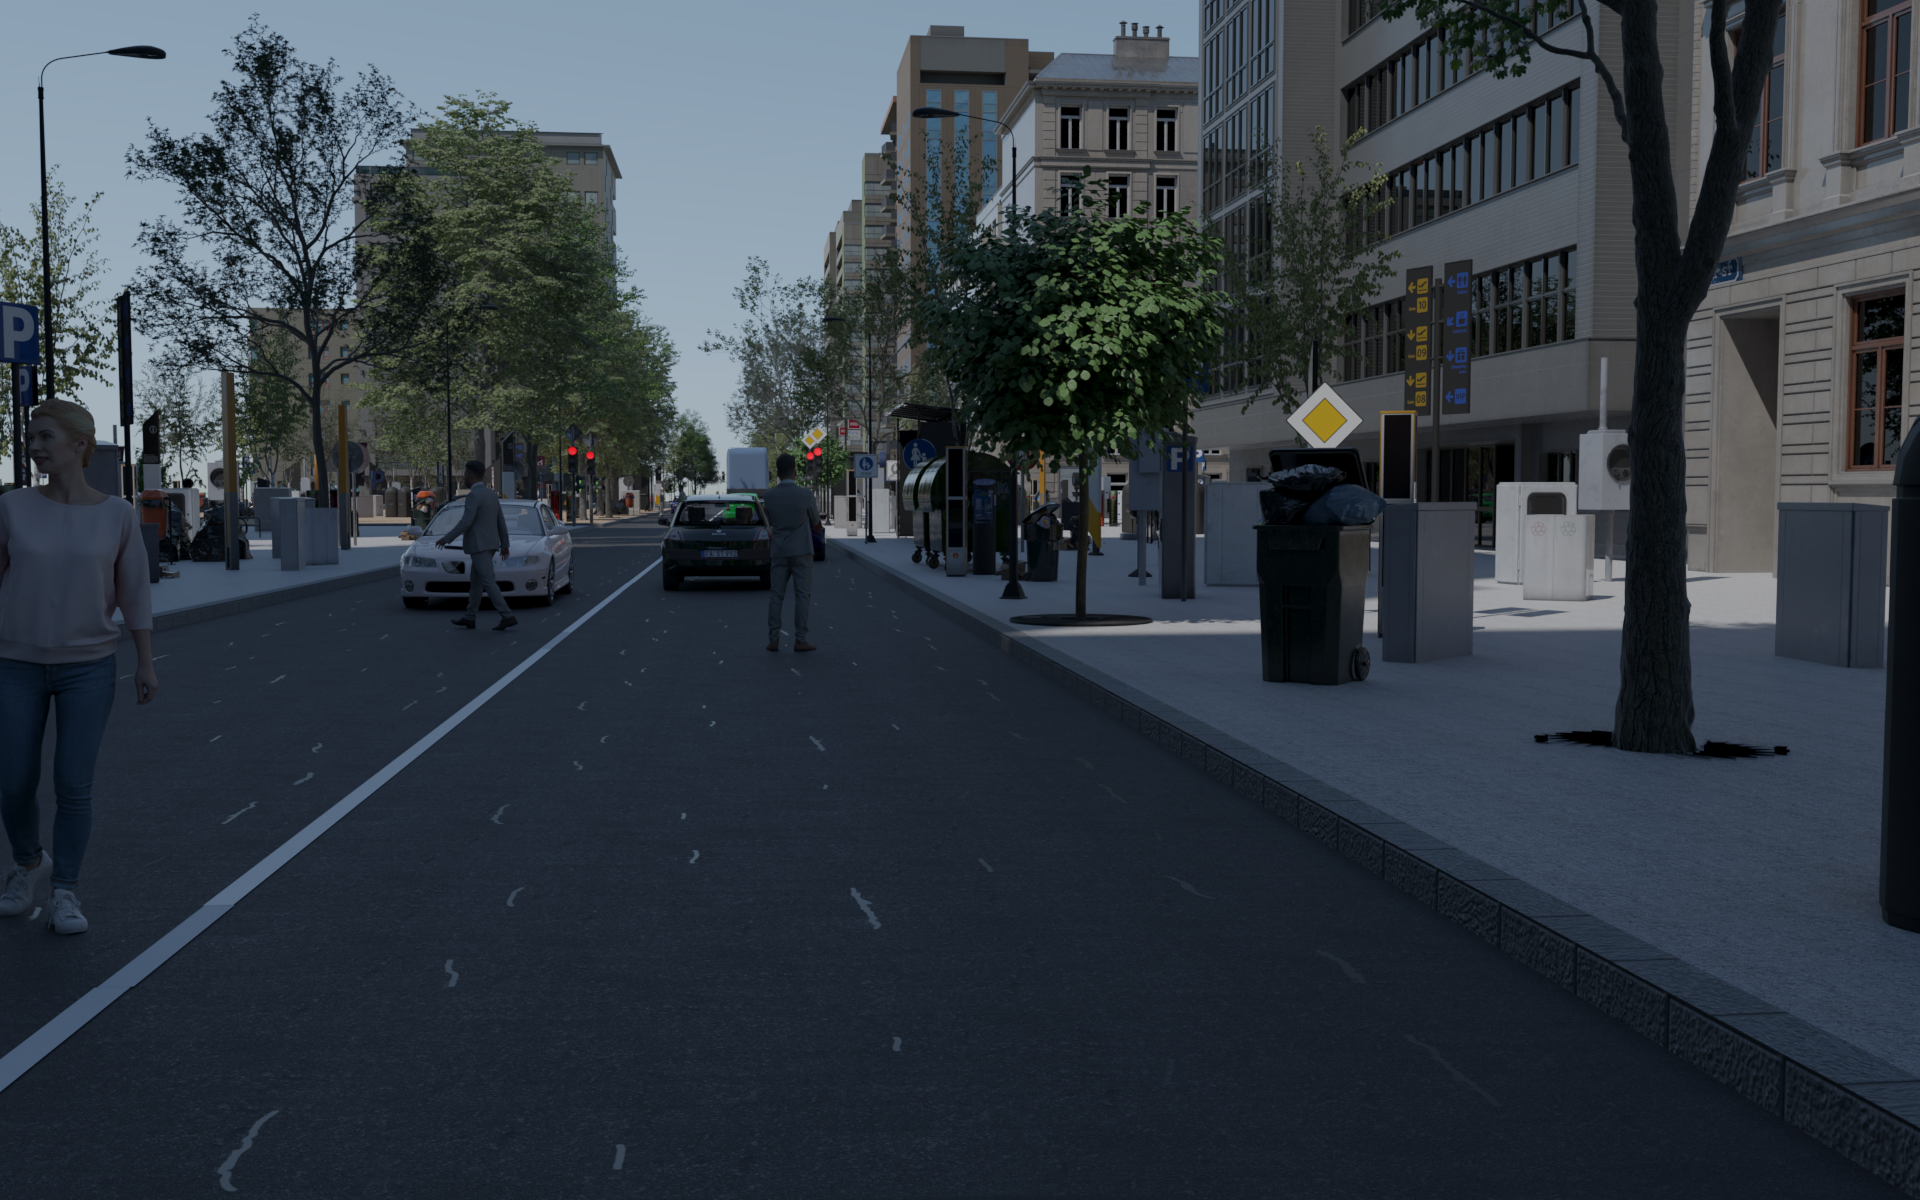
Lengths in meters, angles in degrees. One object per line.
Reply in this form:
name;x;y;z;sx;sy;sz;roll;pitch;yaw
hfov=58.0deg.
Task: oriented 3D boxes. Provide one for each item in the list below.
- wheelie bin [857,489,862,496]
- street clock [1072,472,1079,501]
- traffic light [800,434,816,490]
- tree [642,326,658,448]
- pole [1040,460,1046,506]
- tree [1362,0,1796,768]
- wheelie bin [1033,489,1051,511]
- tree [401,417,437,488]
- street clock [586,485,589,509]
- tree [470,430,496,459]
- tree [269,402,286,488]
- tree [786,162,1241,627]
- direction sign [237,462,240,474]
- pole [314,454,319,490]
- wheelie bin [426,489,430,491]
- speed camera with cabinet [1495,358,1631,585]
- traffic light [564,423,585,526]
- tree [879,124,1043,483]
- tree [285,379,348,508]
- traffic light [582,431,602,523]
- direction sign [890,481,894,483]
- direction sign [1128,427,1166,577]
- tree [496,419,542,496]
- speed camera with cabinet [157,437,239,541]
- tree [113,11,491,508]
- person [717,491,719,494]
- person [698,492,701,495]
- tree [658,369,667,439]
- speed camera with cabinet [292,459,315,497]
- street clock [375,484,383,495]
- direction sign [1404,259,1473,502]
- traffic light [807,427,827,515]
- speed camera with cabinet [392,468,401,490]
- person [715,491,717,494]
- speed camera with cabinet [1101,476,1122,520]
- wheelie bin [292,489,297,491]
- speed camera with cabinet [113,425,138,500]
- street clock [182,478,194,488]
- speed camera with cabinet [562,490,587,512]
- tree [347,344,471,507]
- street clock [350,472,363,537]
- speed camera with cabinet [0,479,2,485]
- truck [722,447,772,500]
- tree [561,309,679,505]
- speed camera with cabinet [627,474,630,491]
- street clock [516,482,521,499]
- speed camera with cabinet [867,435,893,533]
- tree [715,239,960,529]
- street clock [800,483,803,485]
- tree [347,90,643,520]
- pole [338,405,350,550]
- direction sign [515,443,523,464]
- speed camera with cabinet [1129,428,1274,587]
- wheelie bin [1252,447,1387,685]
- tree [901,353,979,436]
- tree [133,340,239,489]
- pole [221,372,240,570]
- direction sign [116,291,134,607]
wheelie bin;-6.832;-6.404;112.606;0.980;1.594;0.693;2;4;24
street clock;3.886;-3.253;57.750;0.358;2.002;0.471;-1;4;-9
traffic light;-6.740;-5.430;77.704;0.839;4.253;0.868;0;4;-7
tree;-18.797;-10.154;84.147;7.486;12.596;7.792;0;3;0
pole;2.725;-3.866;57.058;0.158;3.312;0.155;0;3;0
tree;3.671;-5.058;8.449;9.928;11.665;9.643;0;3;0
wheelie bin;3.267;-3.735;68.983;0.693;1.594;0.980;0;4;-3
tree;-44.599;-11.840;143.947;4.737;8.622;4.395;0;3;0
street clock;-31.258;-8.608;145.309;0.358;2.002;0.471;2;4;31
tree;-34.583;-10.338;119.393;4.360;8.622;3.978;0;3;0
tree;-46.224;-10.353;119.641;4.360;8.622;3.978;0;3;0
tree;1.152;-2.051;17.243;4.285;4.588;4.351;0;3;0
direction sign;-50.317;-7.833;120.073;0.876;3.537;0.379;1;4;14
pole;-32.728;-5.767;88.126;0.158;3.312;0.155;0;3;0
wheelie bin;-35.414;-6.556;115.096;0.980;1.594;0.693;-3;5;-44
speed camera with cabinet;8.739;-1.865;24.831;2.038;3.252;0.660;-1;4;-17
traffic light;-15.287;-4.872;68.579;0.839;4.253;0.868;0;4;-7
tree;0.184;-5.166;34.822;4.737;8.622;4.395;0;3;0
tree;-39.673;-9.724;109.357;4.360;8.622;3.978;0;3;0
traffic light;-16.275;-5.357;76.503;0.839;4.253;0.868;0;4;-7
direction sign;-5.150;-8.037;123.395;0.876;3.537;0.379;0;4;1
direction sign;2.795;-2.126;26.759;0.876;3.537;0.379;-2;4;-26
tree;-36.990;-11.937;145.531;4.360;8.622;3.978;0;3;0
speed camera with cabinet;-20.937;-3.254;47.535;2.038;3.252;0.660;0;4;-6
tree;-13.040;-6.120;34.468;7.601;10.594;8.767;-1;4;-20
person;-29.272;-12.278;209.275;0.705;1.821;1.348;-3;5;-39
person;-31.921;-12.475;212.989;1.217;1.766;0.721;3;5;41
tree;-20.583;-11.174;100.818;7.486;12.596;7.792;0;3;0
speed camera with cabinet;-36.640;-6.251;96.547;0.660;3.252;2.038;0;4;5
street clock;-42.205;-7.416;125.827;0.471;2.002;0.358;1;4;12
direction sign;4.712;-1.538;17.151;0.379;3.537;0.876;-2;4;-29
traffic light;-5.752;-4.946;69.780;0.839;4.253;0.868;0;4;-7
speed camera with cabinet;-42.648;-8.377;131.293;0.660;3.252;2.038;-1;4;-22
person;-36.145;-15.231;257.401;0.709;1.838;0.599;-1;4;-18
speed camera with cabinet;7.547;-5.596;85.824;0.660;3.252;2.038;-3;5;-41
wheelie bin;-40.175;-5.910;104.542;0.980;1.594;0.693;3;5;41
speed camera with cabinet;-23.942;-3.328;48.747;0.660;3.252;2.038;0;4;4
street clock;-34.890;-4.509;78.288;0.471;2.002;0.358;-2;4;-32
speed camera with cabinet;-27.521;-7.861;122.866;2.038;3.252;0.660;-2;4;-32
tree;-25.908;-8.028;81.613;4.360;8.622;3.978;0;3;0
street clock;-18.147;-2.895;51.896;0.471;2.002;0.358;0;4;6
speed camera with cabinet;-54.253;-6.316;97.603;0.660;3.252;2.038;-2;4;-33
truck;-11.449;-6.389;94.211;2.967;4.110;18.799;0;4;-8
tree;-22.336;-12.546;111.782;9.857;13.997;8.962;0;3;0
speed camera with cabinet;-25.311;-8.478;132.950;0.660;3.252;2.038;0;4;-2
street clock;-26.916;-6.147;105.069;0.471;2.002;0.358;-3;5;-40
speed camera with cabinet;-2.724;-3.854;57.351;0.660;3.252;2.038;-1;4;-10
tree;-3.125;-7.893;63.467;7.601;10.594;8.767;2;4;31
street clock;-8.502;-5.389;92.675;0.358;2.002;0.471;1;4;12
tree;-13.318;-8.024;49.320;7.486;12.596;7.792;0;3;0
pole;-14.121;-2.805;39.704;0.158;3.312;0.155;0;3;0
direction sign;-19.695;-5.164;76.423;0.876;3.537;0.379;0;4;3
speed camera with cabinet;3.418;-1.829;24.242;2.038;3.252;0.660;1;4;15
wheelie bin;2.435;-0.241;11.842;0.980;1.594;0.693;2;4;34
tree;-1.042;-8.741;93.271;4.360;8.622;3.978;0;3;0
tree;-37.417;-8.164;83.848;4.360;8.622;3.978;0;3;0
pole;-12.271;-2.157;29.117;0.158;3.312;0.155;0;3;0
direction sign;-9.485;-1.697;19.738;0.379;3.537;0.876;-2;4;-33
